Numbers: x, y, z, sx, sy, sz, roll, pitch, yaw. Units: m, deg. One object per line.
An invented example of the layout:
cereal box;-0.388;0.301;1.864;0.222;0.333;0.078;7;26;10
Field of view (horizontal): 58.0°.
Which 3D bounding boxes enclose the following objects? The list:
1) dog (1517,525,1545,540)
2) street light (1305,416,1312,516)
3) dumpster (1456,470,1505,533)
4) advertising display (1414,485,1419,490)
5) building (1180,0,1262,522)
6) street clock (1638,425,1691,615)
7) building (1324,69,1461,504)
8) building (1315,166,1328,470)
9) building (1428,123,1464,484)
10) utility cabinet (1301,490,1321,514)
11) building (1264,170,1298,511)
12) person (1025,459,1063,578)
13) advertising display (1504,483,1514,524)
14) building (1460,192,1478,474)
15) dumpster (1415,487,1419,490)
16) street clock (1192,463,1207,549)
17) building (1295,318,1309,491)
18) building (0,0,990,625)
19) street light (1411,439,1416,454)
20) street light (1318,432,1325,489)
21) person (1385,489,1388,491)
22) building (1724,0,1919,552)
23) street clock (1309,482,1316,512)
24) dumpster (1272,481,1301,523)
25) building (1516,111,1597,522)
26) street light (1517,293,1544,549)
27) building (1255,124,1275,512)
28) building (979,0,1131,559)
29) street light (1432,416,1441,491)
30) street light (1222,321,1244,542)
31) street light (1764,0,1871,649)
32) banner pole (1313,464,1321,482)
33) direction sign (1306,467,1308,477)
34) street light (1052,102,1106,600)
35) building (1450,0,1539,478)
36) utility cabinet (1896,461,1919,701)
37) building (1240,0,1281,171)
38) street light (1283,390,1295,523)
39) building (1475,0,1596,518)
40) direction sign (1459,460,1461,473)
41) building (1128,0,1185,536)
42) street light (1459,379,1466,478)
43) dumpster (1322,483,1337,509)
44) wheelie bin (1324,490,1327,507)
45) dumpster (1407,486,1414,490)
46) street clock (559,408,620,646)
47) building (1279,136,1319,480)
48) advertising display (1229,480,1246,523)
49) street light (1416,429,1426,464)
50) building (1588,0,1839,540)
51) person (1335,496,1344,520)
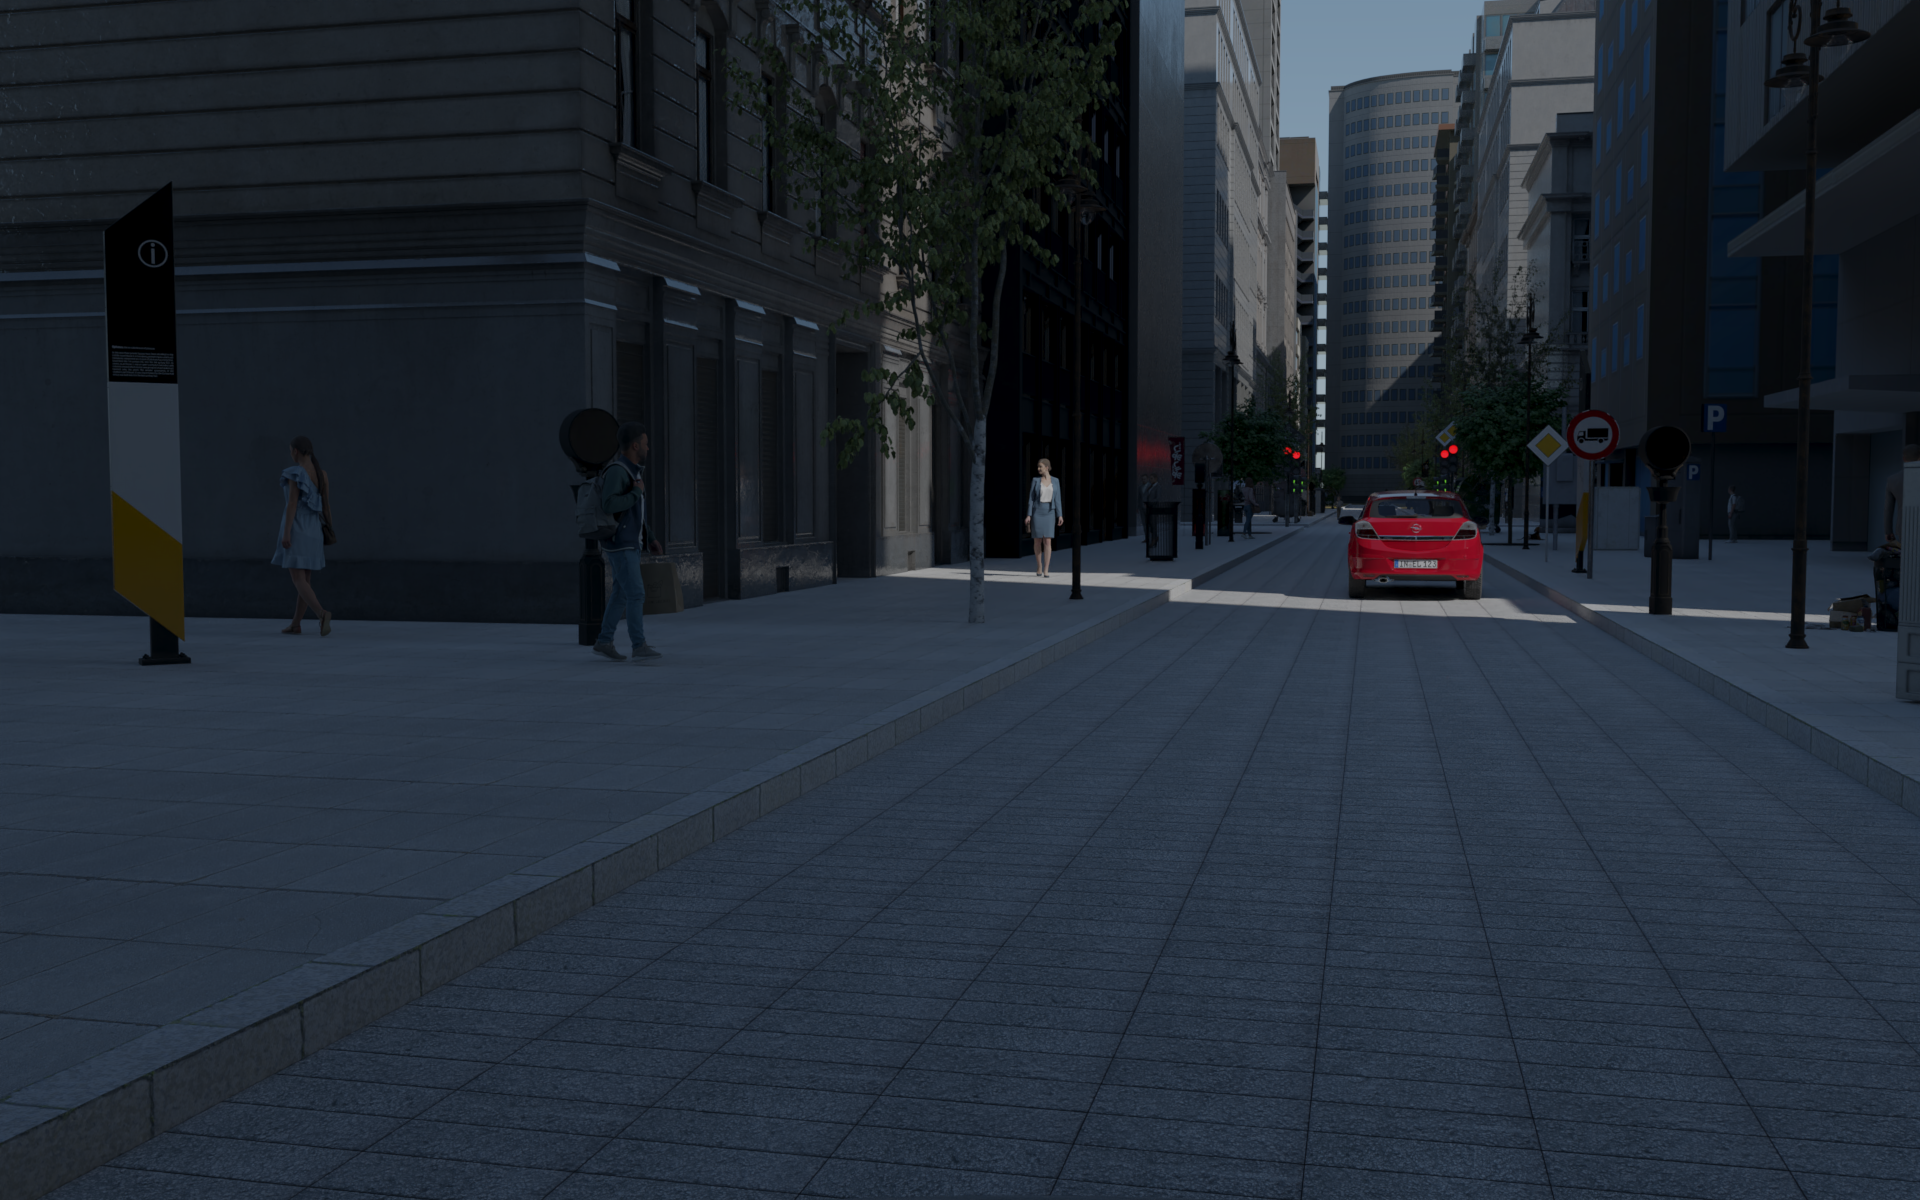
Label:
dog;15.861;-1.859;48.138;0.748;0.427;0.550;2;4;28
street light;20.351;-7.856;101.232;0.468;5.910;1.993;1;4;13
dumpster;17.350;-3.380;57.756;1.502;2.255;1.985;1;4;14
advertising display;34.242;-7.566;128.925;0.974;1.923;0.123;3;4;37
building;9.700;-19.347;93.815;11.434;29.767;29.804;1;4;13
street clock;7.474;-0.847;18.424;0.471;2.002;0.358;0;4;4
building;64.884;-42.593;238.401;28.212;58.520;21.231;1;4;13
building;36.895;-38.420;247.771;30.456;49.044;23.786;1;4;13
building;65.874;-33.356;199.989;22.147;44.769;28.867;1;4;13
utility cabinet;23.219;-6.471;114.486;1.173;1.500;0.318;0;4;-6
building;20.174;-19.559;137.805;12.078;24.808;19.932;1;4;13
person;1.310;-1.268;26.795;0.581;1.822;0.654;1;4;10
advertising display;23.863;-4.284;75.260;0.123;1.923;0.974;0;4;0
building;45.147;-20.505;132.518;12.463;27.353;25.104;1;4;13
dumpster;31.171;-6.768;116.419;1.264;1.857;1.865;1;4;13
street clock;5.564;-2.180;40.208;0.358;2.002;0.471;1;4;10
building;22.935;-20.912;186.954;27.650;21.520;28.899;1;4;13
building;-6.109;-10.821;26.073;9.793;20.994;18.267;1;4;13
street light;38.418;-10.632;146.622;0.468;5.910;1.993;1;4;13
street light;26.419;-9.405;126.562;0.468;5.910;1.993;1;4;13
person;29.338;-6.744;118.950;0.511;1.800;0.466;3;5;39
building;27.548;-26.528;22.968;28.713;52.752;27.495;1;4;13
street clock;20.852;-6.007;102.789;0.471;2.002;0.358;1;4;14
dumpster;14.709;-4.421;78.050;1.264;1.857;1.865;1;4;13
building;38.289;-14.481;78.561;24.055;21.916;13.314;1;4;13
street light;13.121;-4.110;39.982;0.468;5.910;1.993;1;4;13
building;14.128;-20.336;118.403;13.634;28.700;20.117;1;4;13
building;-2.974;-13.034;42.789;12.332;23.373;15.834;1;4;13
street light;26.283;-7.515;95.654;0.468;5.910;1.993;1;4;13
street light;7.286;-4.498;46.338;0.468;5.910;1.993;1;4;13
street light;6.971;-2.536;14.244;0.468;5.910;1.993;1;4;13
banner pole;29.513;-9.396;143.636;0.863;3.779;0.401;1;4;16
direction sign;29.313;-9.500;147.314;0.876;3.537;0.379;-1;4;-23
street light;1.419;-2.946;20.960;0.468;5.910;1.993;1;4;13
building;60.344;-33.694;170.506;23.786;49.044;30.456;1;4;13
utility cabinet;6.115;-0.091;10.163;0.318;1.500;1.173;-1;4;-20
building;21.248;-44.171;160.442;20.563;71.187;20.611;1;4;13
street light;14.420;-6.305;75.870;0.468;5.910;1.993;1;4;13
building;37.815;-20.042;105.184;11.434;29.767;29.804;1;4;13
direction sign;28.091;-6.449;97.434;0.379;3.537;0.876;1;4;11
building;-7.517;-14.865;62.112;30.058;24.678;14.314;1;4;13
street light;19.070;-5.676;65.596;0.468;5.910;1.993;1;4;13
dumpster;31.214;-8.846;147.131;1.502;2.255;1.985;1;4;13
wheelie bin;27.519;-7.584;131.911;0.980;1.594;0.693;-1;4;-18
dumpster;37.758;-8.645;143.845;1.502;2.255;1.985;1;4;13
street clock;-3.123;-0.618;14.678;0.471;2.002;0.358;-2;4;-34
building;36.724;-34.511;214.369;14.200;45.320;14.600;1;4;13
advertising display;12.317;-4.362;76.539;0.974;1.923;0.123;3;5;43
street light;32.381;-9.082;121.285;0.468;5.910;1.993;1;4;13
building;27.648;-24.627;52.766;14.600;45.320;14.200;1;4;13
person;20.903;-5.058;95.465;0.475;1.303;0.640;0;4;5
